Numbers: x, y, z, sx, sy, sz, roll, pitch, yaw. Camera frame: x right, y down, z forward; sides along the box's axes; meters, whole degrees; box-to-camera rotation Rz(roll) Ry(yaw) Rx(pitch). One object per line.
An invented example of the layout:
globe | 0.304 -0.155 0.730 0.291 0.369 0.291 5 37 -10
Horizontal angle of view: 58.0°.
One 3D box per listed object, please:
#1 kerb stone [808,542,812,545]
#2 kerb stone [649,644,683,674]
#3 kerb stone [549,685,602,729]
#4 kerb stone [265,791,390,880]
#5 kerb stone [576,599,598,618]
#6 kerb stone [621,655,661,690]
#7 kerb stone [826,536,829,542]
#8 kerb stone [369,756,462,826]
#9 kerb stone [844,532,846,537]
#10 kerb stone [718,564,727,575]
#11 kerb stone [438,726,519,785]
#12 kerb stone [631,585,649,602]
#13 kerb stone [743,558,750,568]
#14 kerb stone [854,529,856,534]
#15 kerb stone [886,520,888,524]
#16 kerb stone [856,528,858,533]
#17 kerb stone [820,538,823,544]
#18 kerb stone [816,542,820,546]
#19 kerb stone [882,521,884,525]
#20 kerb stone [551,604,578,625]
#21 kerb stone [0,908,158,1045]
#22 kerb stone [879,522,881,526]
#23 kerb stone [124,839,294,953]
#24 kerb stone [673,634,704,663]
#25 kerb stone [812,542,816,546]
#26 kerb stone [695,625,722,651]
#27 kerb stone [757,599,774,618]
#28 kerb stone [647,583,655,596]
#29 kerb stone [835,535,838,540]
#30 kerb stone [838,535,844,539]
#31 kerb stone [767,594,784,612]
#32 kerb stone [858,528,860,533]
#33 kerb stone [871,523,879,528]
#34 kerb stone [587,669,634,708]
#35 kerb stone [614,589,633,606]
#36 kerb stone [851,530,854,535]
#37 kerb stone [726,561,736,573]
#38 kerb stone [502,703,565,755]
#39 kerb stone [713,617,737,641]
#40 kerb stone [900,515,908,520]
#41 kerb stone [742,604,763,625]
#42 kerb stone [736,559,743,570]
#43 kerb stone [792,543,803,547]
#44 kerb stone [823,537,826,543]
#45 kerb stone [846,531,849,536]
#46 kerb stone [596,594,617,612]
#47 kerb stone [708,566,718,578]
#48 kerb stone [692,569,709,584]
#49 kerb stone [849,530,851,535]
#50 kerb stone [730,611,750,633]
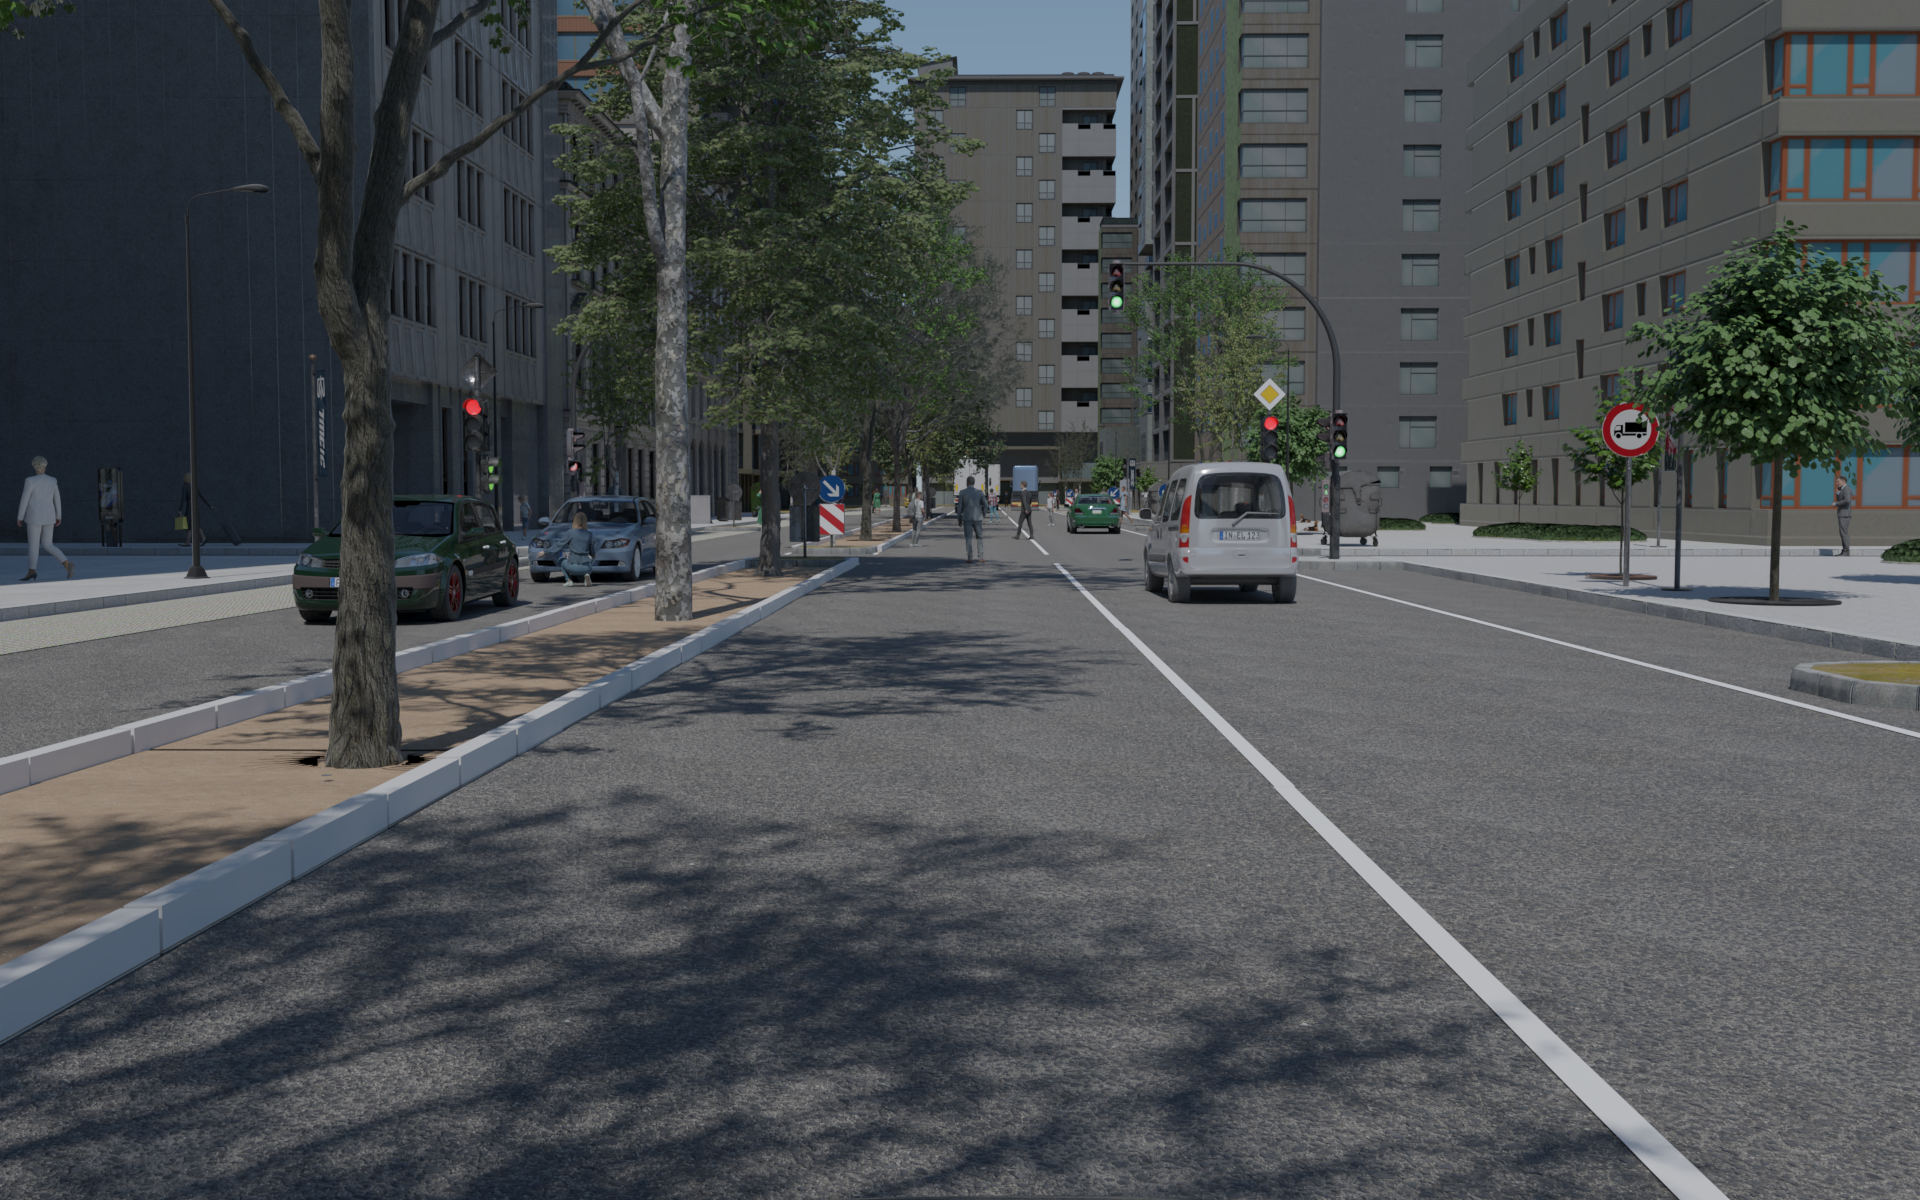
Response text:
kerb stone | -4.068 -1.409 45.394 0.120 0.150 1.000 0 4 1
kerb stone | -2.419 0.496 14.091 0.120 0.150 1.000 0 4 1
kerb stone | -2.464 0.684 11.008 0.120 0.150 1.000 0 4 1
kerb stone | -2.521 0.934 6.921 0.120 0.150 1.000 0 4 1
kerb stone | -4.429 0.120 20.230 0.120 0.150 1.000 0 4 1
kerb stone | -2.430 0.558 13.067 0.120 0.150 1.000 0 4 1
kerb stone | -3.987 -1.730 50.504 0.120 0.150 1.000 0 4 1
kerb stone | -2.508 0.880 7.943 0.120 0.150 1.000 0 4 1
kerb stone | -3.897 -2.103 56.644 0.120 0.150 1.000 0 4 1
kerb stone | -4.277 -0.507 30.485 0.120 0.150 1.000 0 4 1
kerb stone | -2.492 0.809 8.965 0.120 0.150 1.000 0 4 1
kerb stone | -4.375 -0.067 23.297 0.120 0.150 1.000 0 4 1
kerb stone | -4.230 -0.688 33.559 0.120 0.150 1.000 0 4 1
kerb stone | -3.846 -2.357 60.739 0.120 0.150 1.000 0 4 1
kerb stone | -3.553 -3.545 80.219 0.120 0.150 1.000 0 4 1
kerb stone | -3.822 -2.420 61.761 0.120 0.150 1.000 0 4 1
kerb stone | -4.018 -1.606 48.460 0.120 0.150 1.000 0 4 1
kerb stone | -4.025 -1.538 47.438 0.120 0.150 1.000 0 4 1
kerb stone | -3.607 -3.358 77.145 0.120 0.150 1.000 0 4 1
kerb stone | -4.443 0.183 19.208 0.120 0.150 1.000 0 4 1
kerb stone | -2.551 1.061 4.875 0.120 0.150 1.000 0 4 1
kerb stone | -3.631 -3.235 75.091 0.120 0.150 1.000 0 4 1
kerb stone | -2.539 0.997 5.899 0.120 0.150 1.000 0 4 1
kerb stone | -2.399 0.433 15.119 0.120 0.150 1.000 0 4 1
kerb stone | -4.045 -1.475 46.416 0.120 0.150 1.000 0 4 1
kerb stone | -2.383 0.374 16.141 0.120 0.150 1.000 0 4 1
kerb stone | -2.322 0.120 20.233 0.120 0.150 1.000 0 4 1
kerb stone | -4.380 -0.131 24.330 0.120 0.150 1.000 0 4 1
kerb stone | -3.945 -1.916 53.576 0.120 0.150 1.000 0 4 1
kerb stone | -3.914 -2.044 55.621 0.120 0.150 1.000 0 4 1
kerb stone | -2.307 0.057 21.258 0.120 0.150 1.000 0 4 1
kerb stone | -3.808 -2.476 62.784 0.120 0.150 1.000 0 4 1
kerb stone | -3.644 -3.167 74.069 0.120 0.150 1.000 0 4 1
kerb stone | -2.448 0.621 12.045 0.120 0.150 1.000 0 4 1
kerb stone | -4.402 -0.005 22.274 0.120 0.150 1.000 0 4 1
kerb stone | -3.853 -2.295 59.717 0.120 0.150 1.000 0 4 1
kerb stone | -4.262 -0.570 31.507 0.120 0.150 1.000 0 4 1
kerb stone | -2.474 0.747 9.986 0.120 0.150 1.000 0 4 1
kerb stone | -2.370 0.308 17.163 0.120 0.150 1.000 0 4 1
kerb stone | -3.261 -4.801 100.691 0.120 0.150 1.000 0 4 1
kerb stone | -2.342 0.183 19.207 0.120 0.150 1.000 0 4 1
kerb stone | -4.250 -0.632 32.529 0.120 0.150 1.000 0 4 1
kerb stone | -4.093 -1.293 43.342 0.120 0.150 1.000 0 4 1
kerb stone | -4.005 -1.669 49.482 0.120 0.150 1.000 0 4 1
kerb stone | -3.878 -2.170 57.668 0.120 0.150 1.000 0 4 1
kerb stone | -4.408 0.058 21.252 0.120 0.150 1.000 0 4 1
kerb stone | -4.294 -0.445 29.464 0.120 0.150 1.000 0 4 1
kerb stone | -4.307 -0.374 28.441 0.120 0.150 1.000 0 4 1
kerb stone | -3.865 -2.232 58.690 0.120 0.150 1.000 0 4 1
kerb stone | -2.358 0.249 18.185 0.120 0.150 1.000 0 4 1
